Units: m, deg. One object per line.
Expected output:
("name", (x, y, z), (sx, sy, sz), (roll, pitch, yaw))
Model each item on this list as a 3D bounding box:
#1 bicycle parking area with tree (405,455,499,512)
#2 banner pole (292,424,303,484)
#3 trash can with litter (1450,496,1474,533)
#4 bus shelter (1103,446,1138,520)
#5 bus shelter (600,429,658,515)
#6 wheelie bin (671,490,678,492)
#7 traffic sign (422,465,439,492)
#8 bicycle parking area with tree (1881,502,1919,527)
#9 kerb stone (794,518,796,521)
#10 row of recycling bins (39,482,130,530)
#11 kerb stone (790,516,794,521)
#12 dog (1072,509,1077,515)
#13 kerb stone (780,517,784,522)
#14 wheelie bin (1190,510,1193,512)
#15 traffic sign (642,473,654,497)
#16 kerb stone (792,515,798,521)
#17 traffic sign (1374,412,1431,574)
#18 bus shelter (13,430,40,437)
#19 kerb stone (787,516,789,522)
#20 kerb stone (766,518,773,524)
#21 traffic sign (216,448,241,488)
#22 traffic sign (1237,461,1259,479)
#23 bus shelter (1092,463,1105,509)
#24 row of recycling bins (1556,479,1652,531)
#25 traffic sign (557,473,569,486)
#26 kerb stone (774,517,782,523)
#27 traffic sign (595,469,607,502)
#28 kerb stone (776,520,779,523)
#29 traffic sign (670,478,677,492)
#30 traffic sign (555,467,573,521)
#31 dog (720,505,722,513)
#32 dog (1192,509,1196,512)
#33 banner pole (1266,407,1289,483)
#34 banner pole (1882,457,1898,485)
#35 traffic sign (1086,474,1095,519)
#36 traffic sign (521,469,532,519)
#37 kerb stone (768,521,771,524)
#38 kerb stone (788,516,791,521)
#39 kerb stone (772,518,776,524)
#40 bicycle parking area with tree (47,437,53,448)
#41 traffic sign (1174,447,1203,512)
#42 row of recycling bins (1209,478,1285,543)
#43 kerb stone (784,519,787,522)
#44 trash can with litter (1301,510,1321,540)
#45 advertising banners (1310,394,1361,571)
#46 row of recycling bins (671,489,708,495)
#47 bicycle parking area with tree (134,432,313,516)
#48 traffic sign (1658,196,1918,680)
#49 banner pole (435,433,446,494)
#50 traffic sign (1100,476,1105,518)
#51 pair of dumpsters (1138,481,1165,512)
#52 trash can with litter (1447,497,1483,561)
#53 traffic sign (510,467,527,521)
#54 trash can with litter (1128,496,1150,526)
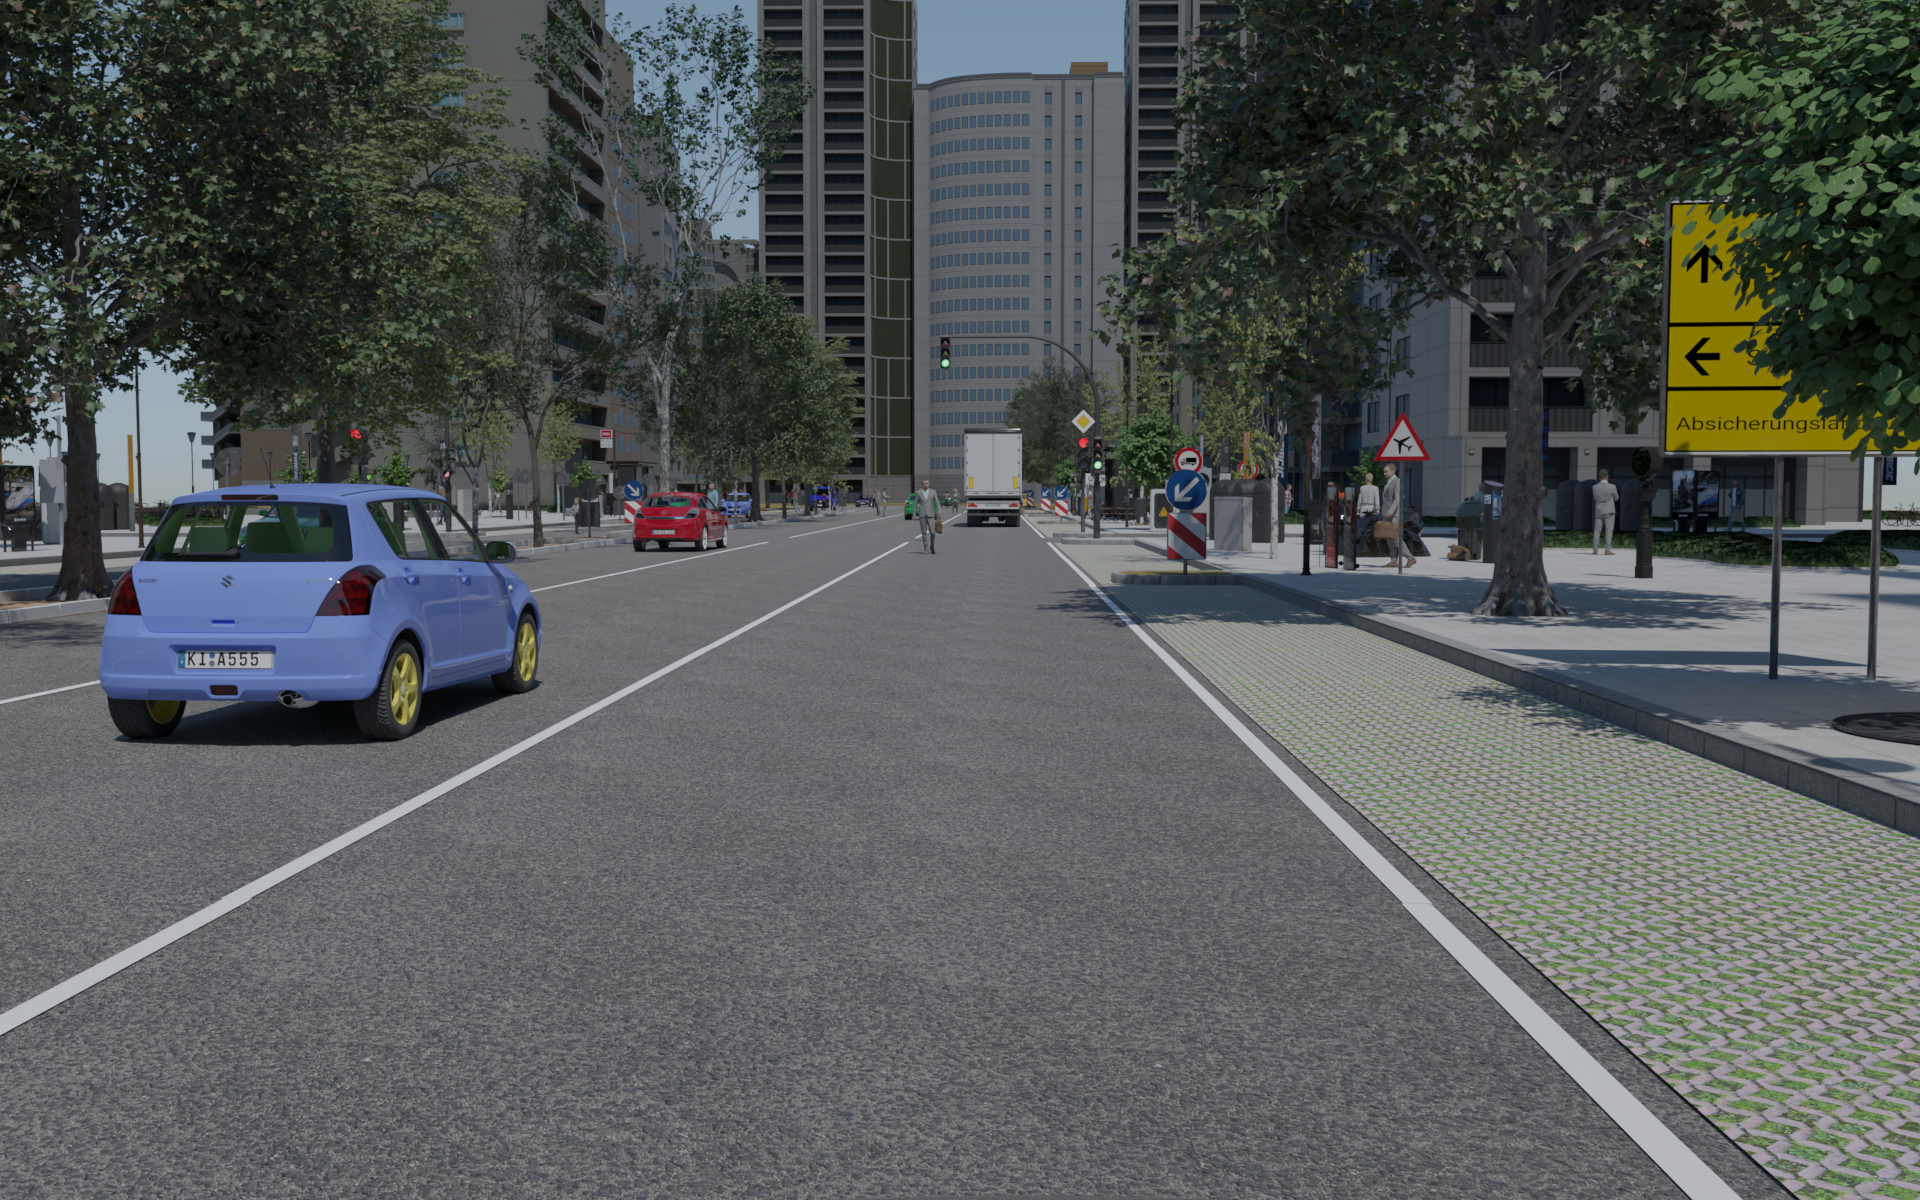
("bicycle parking area with tree", (-38.657, -8.484, 125.717), (9.016, 4.147, 8.231), (-2, 4, -32))
("banner pole", (-23.817, -4.423, 62.333), (0.863, 3.779, 0.401), (3, 5, 42))
("trash can with litter", (16.894, -2.859, 57.804), (1.678, 1.210, 2.233), (2, 4, 35))
("bus shelter", (8.091, -5.944, 88.460), (1.731, 3.624, 6.357), (0, 4, 1))
("bus shelter", (-21.182, -8.110, 110.231), (2.179, 5.291, 8.768), (0, 4, 1))
("wheelie bin", (-20.726, -7.191, 125.474), (0.980, 1.594, 0.693), (1, 4, 13))
("traffic sign", (-23.084, -4.610, 75.478), (0.768, 2.556, 0.104), (0, 4, 2))
("bicycle parking area with tree", (39.847, -4.798, 65.453), (9.016, 4.147, 8.231), (2, 4, 30))
("kerb stone", (-8.949, -4.266, 91.957), (0.120, 0.150, 1.000), (0, 4, 1))
("row of recycling bins", (-30.685, -3.294, 60.972), (1.069, 1.692, 3.534), (1, 4, 22))
("kerb stone", (-8.974, -4.203, 90.927), (0.120, 0.150, 1.000), (0, 4, 1))
("dog", (6.926, -5.270, 103.904), (0.748, 0.427, 0.550), (-3, 5, -39))
("kerb stone", (-9.061, -3.952, 86.828), (0.120, 0.150, 1.000), (0, 4, 1))
("wheelie bin", (11.009, -4.543, 82.185), (0.693, 1.594, 0.980), (1, 4, 9))
("traffic sign", (-19.299, -6.543, 107.079), (0.768, 2.556, 0.104), (0, 4, 7))
("kerb stone", (-8.923, -4.329, 92.980), (0.120, 0.150, 1.000), (0, 4, 1))
("traffic sign", (7.040, -1.689, 27.622), (0.884, 2.594, 0.081), (0, 4, 7))
("bus shelter", (-23.415, -2.788, 39.505), (2.014, 3.302, 5.546), (0, 4, 1))
("kerb stone", (-9.019, -4.078, 88.877), (0.120, 0.150, 1.000), (0, 4, 1))
("kerb stone", (-9.155, -3.701, 82.731), (0.120, 0.150, 1.000), (0, 4, 1))
("traffic sign", (-20.352, -2.939, 48.160), (0.768, 2.556, 0.104), (1, 4, 10))
("traffic sign", (10.456, -3.844, 62.958), (0.768, 2.556, 0.104), (0, 4, 3))
("bus shelter", (9.199, -7.392, 114.786), (2.014, 3.302, 5.546), (0, 4, 1))
("row of recycling bins", (17.673, -2.480, 47.661), (1.069, 1.692, 3.534), (-1, 4, -17))
("traffic sign", (-19.627, -5.111, 85.688), (0.606, 2.300, 0.079), (1, 4, 8))
("kerb stone", (-9.079, -3.884, 85.806), (0.120, 0.150, 1.000), (0, 4, 1))
("traffic sign", (-18.737, -5.489, 89.751), (0.884, 2.594, 0.081), (0, 4, 4))
("kerb stone", (-9.106, -3.828, 84.783), (0.120, 0.150, 1.000), (0, 4, 1))
("traffic sign", (-18.217, -6.575, 109.633), (0.606, 2.300, 0.079), (0, 4, 4))
("traffic sign", (-19.065, -5.097, 83.342), (0.884, 2.594, 0.081), (0, 4, 5))
("dog", (-15.555, -5.819, 111.969), (0.800, 0.831, 0.513), (3, 5, 39))
("dog", (10.607, -3.980, 79.449), (0.800, 0.831, 0.513), (1, 4, 10))
("banner pole", (9.028, -3.647, 49.640), (0.863, 3.779, 0.401), (2, 4, 31))
("banner pole", (32.421, -4.325, 60.727), (0.863, 3.779, 0.401), (1, 4, 15))
("traffic sign", (6.570, -5.160, 86.492), (0.606, 2.300, 0.079), (0, 4, 6))
("traffic sign", (-22.354, -5.450, 89.207), (0.768, 2.556, 0.104), (1, 4, 11))
("kerb stone", (-9.179, -3.640, 81.703), (0.120, 0.150, 1.000), (0, 4, 1))
("kerb stone", (-8.998, -4.141, 89.905), (0.120, 0.150, 1.000), (0, 4, 1))
("kerb stone", (-9.134, -3.765, 83.761), (0.120, 0.150, 1.000), (0, 4, 1))
("bicycle parking area with tree", (-47.071, -5.980, 84.777), (8.231, 4.147, 9.016), (-3, 5, -45))
("traffic sign", (6.188, -2.865, 46.956), (0.768, 2.556, 0.104), (0, 4, 4))
("row of recycling bins", (7.712, -2.430, 46.842), (1.069, 1.692, 3.534), (-1, 4, -16))
("kerb stone", (-9.038, -4.014, 87.850), (0.120, 0.150, 1.000), (0, 4, 1))
("trash can with litter", (9.981, -2.251, 48.187), (1.055, 1.170, 0.624), (3, 5, 43))
("advertising banners", (6.437, -2.061, 29.882), (0.090, 3.025, 2.074), (-1, 4, -12))
("row of recycling bins", (-20.622, -7.604, 131.436), (3.534, 1.692, 1.069), (-2, 4, -25))
("bicycle parking area with tree", (-32.927, -5.730, 80.688), (8.231, 4.147, 9.016), (0, 4, 4))
("traffic sign", (5.959, -1.100, 11.863), (2.265, 3.308, 0.079), (0, 4, 7))
("banner pole", (-21.166, -4.938, 70.746), (0.863, 3.779, 0.401), (1, 4, 22))
("traffic sign", (7.631, -5.593, 93.569), (0.606, 2.300, 0.079), (0, 4, 3))
("pair of dumpsters", (9.874, -5.403, 90.832), (1.574, 2.255, 4.437), (0, 4, 1))
("trash can with litter", (9.843, -1.353, 33.515), (0.624, 1.170, 1.055), (2, 4, 35))
("traffic sign", (-21.346, -5.119, 83.705), (0.884, 2.594, 0.081), (0, 4, 6))
("trash can with litter", (7.801, -3.663, 70.950), (2.233, 1.210, 1.678), (-1, 4, -9))
